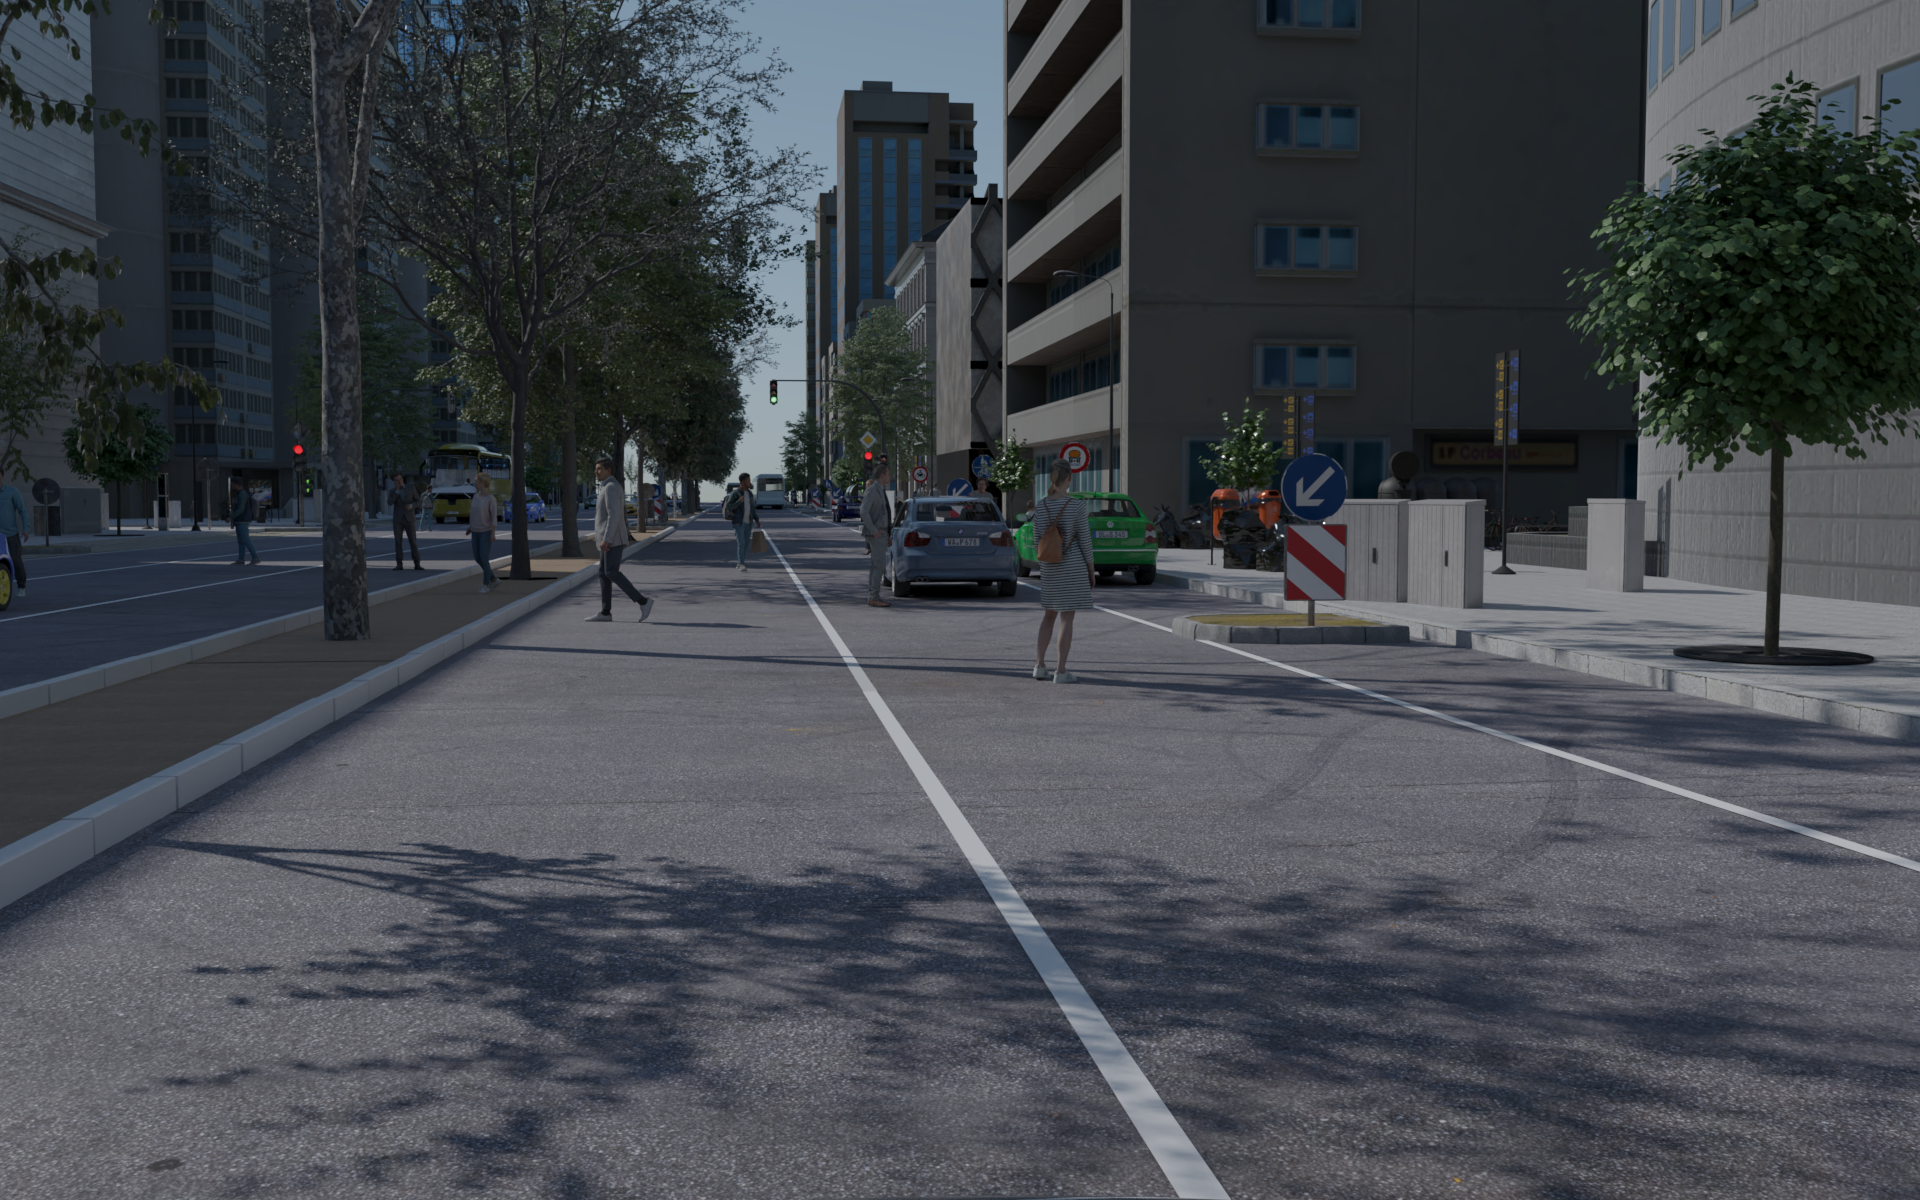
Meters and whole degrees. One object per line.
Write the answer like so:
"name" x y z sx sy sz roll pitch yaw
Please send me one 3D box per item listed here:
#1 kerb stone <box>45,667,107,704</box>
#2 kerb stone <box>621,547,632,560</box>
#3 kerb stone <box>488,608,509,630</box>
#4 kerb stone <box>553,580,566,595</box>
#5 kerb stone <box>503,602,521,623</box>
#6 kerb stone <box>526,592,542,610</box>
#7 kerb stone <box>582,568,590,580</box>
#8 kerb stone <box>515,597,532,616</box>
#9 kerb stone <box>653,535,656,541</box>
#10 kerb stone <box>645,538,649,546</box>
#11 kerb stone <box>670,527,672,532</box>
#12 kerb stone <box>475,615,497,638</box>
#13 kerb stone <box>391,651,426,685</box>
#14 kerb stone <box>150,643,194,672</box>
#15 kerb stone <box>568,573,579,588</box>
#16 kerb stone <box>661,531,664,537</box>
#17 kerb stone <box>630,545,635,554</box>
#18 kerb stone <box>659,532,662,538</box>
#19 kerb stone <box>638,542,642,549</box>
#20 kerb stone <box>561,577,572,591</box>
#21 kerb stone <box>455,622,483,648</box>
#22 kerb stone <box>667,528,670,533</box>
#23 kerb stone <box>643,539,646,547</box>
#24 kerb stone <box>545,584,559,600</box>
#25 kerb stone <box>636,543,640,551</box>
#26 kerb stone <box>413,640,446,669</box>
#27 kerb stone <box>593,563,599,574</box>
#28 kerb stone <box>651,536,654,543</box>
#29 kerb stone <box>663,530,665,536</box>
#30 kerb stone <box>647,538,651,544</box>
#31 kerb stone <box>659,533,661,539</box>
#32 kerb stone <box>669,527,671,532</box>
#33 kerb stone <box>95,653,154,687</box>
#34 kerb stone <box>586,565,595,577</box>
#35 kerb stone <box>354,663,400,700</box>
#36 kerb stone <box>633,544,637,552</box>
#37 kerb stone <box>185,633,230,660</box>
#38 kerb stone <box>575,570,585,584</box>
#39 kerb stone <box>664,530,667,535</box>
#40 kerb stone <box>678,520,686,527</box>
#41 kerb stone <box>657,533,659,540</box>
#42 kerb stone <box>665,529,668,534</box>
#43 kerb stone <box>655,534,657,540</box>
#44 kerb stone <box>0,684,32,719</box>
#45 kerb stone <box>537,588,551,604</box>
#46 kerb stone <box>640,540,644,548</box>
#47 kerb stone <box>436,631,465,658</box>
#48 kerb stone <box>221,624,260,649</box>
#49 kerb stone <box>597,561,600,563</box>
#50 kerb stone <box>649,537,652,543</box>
"kerb stone" -6.285 0.613 12.222 0.120 0.150 1.000 0 4 -7
"kerb stone" -7.700 -1.083 39.910 0.120 0.150 1.000 0 4 -7
"kerb stone" -4.979 0.223 18.543 0.120 0.150 1.000 0 4 -7
"kerb stone" -5.758 -0.148 24.649 0.120 0.150 1.000 0 4 -7
"kerb stone" -5.109 0.161 19.566 0.120 0.150 1.000 0 4 -7
"kerb stone" -5.366 0.042 21.598 0.120 0.150 1.000 0 4 -7
"kerb stone" -6.278 -0.399 28.727 0.120 0.150 1.000 0 4 -7
"kerb stone" -5.242 0.099 20.580 0.120 0.150 1.000 0 4 -7
"kerb stone" -9.136 -1.762 51.097 0.120 0.150 1.000 0 4 -7
"kerb stone" -8.609 -1.519 47.032 0.120 0.150 1.000 0 4 -7
"kerb stone" -10.685 -2.513 63.305 0.120 0.150 1.000 0 4 -7
"kerb stone" -4.847 0.291 17.527 0.120 0.150 1.000 0 4 -7
"kerb stone" -4.323 0.541 13.462 0.120 0.150 1.000 0 4 -7
"kerb stone" -6.547 0.491 14.255 0.120 0.150 1.000 0 4 -7
"kerb stone" -6.010 -0.274 26.679 0.120 0.150 1.000 0 4 -7
"kerb stone" -9.781 -2.079 56.179 0.120 0.150 1.000 0 4 -7
"kerb stone" -7.835 -1.145 40.927 0.120 0.150 1.000 0 4 -7
"kerb stone" -9.651 -2.016 55.157 0.120 0.150 1.000 0 4 -7
"kerb stone" -8.226 -1.333 43.984 0.120 0.150 1.000 0 4 -7
"kerb stone" -5.892 -0.207 25.663 0.120 0.150 1.000 0 4 -7
"kerb stone" -4.711 0.348 16.513 0.120 0.150 1.000 0 4 -7
"kerb stone" -10.432 -2.390 61.270 0.120 0.150 1.000 0 4 -7
"kerb stone" -8.490 -1.457 46.016 0.120 0.150 1.000 0 4 -7
"kerb stone" -5.625 -0.082 23.633 0.120 0.150 1.000 0 4 -7
"kerb stone" -8.095 -1.270 42.963 0.120 0.150 1.000 0 4 -7
"kerb stone" -4.463 0.474 14.474 0.120 0.150 1.000 0 4 -7
"kerb stone" -6.545 -0.524 30.765 0.120 0.150 1.000 0 4 -7
"kerb stone" -9.003 -1.705 50.077 0.120 0.150 1.000 0 4 -7
"kerb stone" -9.906 -2.137 57.202 0.120 0.150 1.000 0 4 -7
"kerb stone" -8.742 -1.580 48.045 0.120 0.150 1.000 0 4 -7
"kerb stone" -9.525 -1.954 54.141 0.120 0.150 1.000 0 4 -7
"kerb stone" -10.560 -2.449 62.285 0.120 0.150 1.000 0 4 -7
"kerb stone" -6.416 0.548 13.240 0.120 0.150 1.000 0 4 -7
"kerb stone" -6.410 -0.461 29.742 0.120 0.150 1.000 0 4 -7
"kerb stone" -4.201 0.596 12.447 0.120 0.150 1.000 0 4 -7
"kerb stone" -7.964 -1.208 41.941 0.120 0.150 1.000 0 4 -7
"kerb stone" -6.674 0.425 15.270 0.120 0.150 1.000 0 4 -7
"kerb stone" -6.142 -0.337 27.704 0.120 0.150 1.000 0 4 -7
"kerb stone" -10.029 -2.201 58.227 0.120 0.150 1.000 0 4 -7
"kerb stone" -12.701 -3.478 79.111 0.120 0.150 1.000 0 4 -7
"kerb stone" -9.392 -1.892 53.128 0.120 0.150 1.000 0 4 -7
"kerb stone" -10.173 -2.263 59.242 0.120 0.150 1.000 0 4 -7
"kerb stone" -9.264 -1.825 52.112 0.120 0.150 1.000 0 4 -7
"kerb stone" -6.159 0.672 11.204 0.120 0.150 1.000 0 4 -7
"kerb stone" -5.497 -0.019 22.619 0.120 0.150 1.000 0 4 -7
"kerb stone" -8.358 -1.395 45.002 0.120 0.150 1.000 0 4 -7
"kerb stone" -4.592 0.414 15.489 0.120 0.150 1.000 0 4 -7
"kerb stone" -6.811 0.362 16.283 0.120 0.150 1.000 0 4 -7
"kerb stone" -6.666 -0.580 31.780 0.120 0.150 1.000 0 4 -7
"kerb stone" -8.878 -1.643 49.062 0.120 0.150 1.000 0 4 -7
